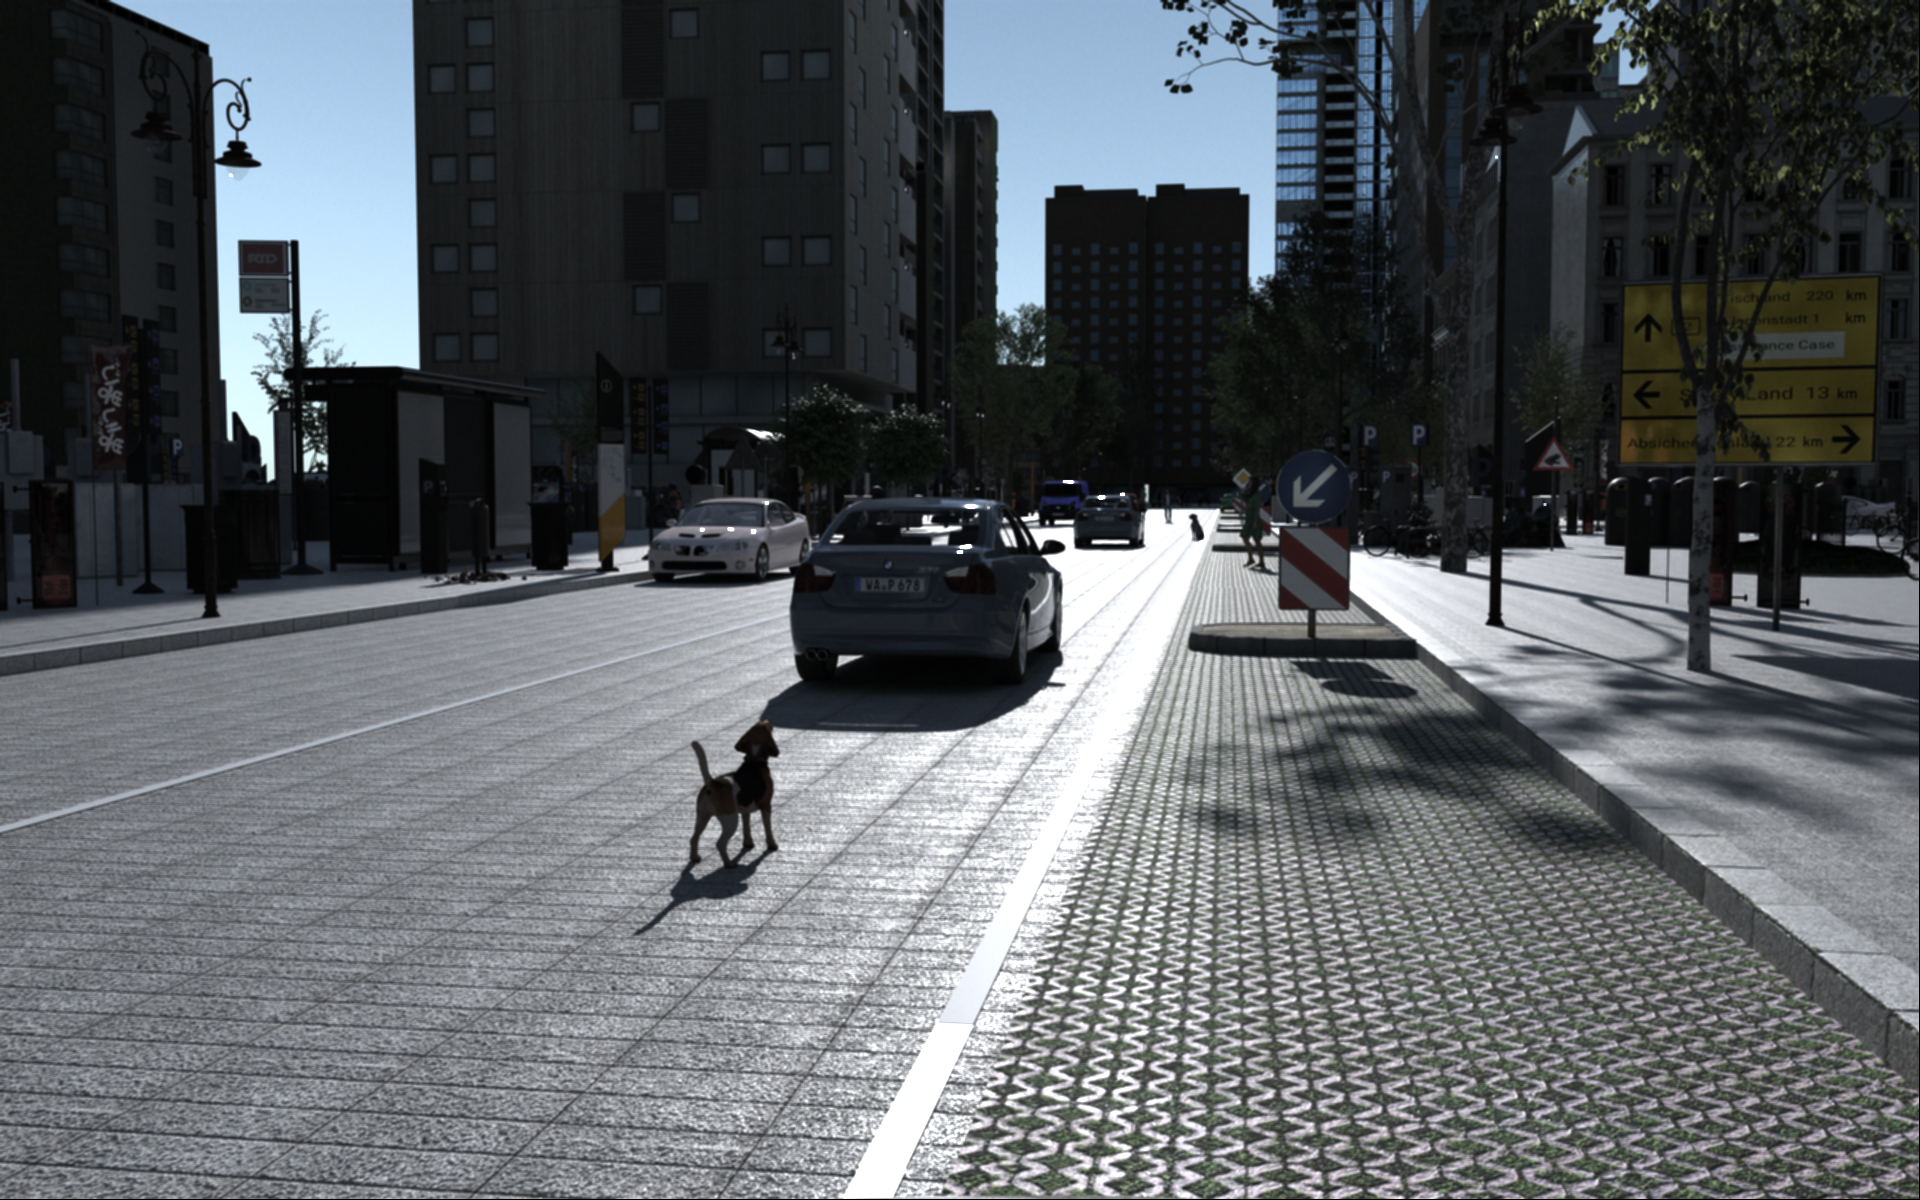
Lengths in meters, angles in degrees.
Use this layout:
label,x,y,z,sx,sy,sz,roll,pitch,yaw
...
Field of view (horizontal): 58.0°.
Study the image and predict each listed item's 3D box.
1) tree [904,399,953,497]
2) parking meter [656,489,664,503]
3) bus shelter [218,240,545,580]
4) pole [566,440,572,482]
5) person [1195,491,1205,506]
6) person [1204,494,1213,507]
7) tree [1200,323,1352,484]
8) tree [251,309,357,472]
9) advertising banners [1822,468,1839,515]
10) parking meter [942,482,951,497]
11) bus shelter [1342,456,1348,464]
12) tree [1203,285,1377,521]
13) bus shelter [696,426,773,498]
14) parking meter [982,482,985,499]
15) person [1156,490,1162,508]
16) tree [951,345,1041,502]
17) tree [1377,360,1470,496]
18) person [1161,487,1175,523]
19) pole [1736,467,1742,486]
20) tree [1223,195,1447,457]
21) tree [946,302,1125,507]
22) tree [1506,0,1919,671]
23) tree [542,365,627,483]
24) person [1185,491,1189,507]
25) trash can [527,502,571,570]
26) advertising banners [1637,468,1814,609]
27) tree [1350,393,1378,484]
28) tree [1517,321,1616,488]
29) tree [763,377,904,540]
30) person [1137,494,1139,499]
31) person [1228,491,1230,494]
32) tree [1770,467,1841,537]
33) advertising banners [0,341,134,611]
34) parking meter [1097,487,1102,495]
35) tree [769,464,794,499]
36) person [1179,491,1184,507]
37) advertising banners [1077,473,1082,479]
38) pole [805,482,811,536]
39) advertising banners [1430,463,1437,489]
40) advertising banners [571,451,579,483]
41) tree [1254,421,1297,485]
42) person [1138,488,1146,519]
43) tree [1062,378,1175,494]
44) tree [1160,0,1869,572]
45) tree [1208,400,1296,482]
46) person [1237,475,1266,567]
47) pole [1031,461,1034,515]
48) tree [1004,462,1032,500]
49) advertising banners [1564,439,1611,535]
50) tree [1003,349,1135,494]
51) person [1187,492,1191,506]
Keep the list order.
label,x,y,z,sx,sy,sz,roll,pitch,yaw
tree,-1.892,-4.670,60.063,4.285,4.588,4.351,0,3,0
parking meter,-14.022,-4.435,80.929,0.372,1.533,0.369,0,3,0
bus shelter,-9.918,-3.203,29.998,2.179,5.291,8.768,1,4,9
pole,-14.680,-4.357,65.073,0.158,3.312,0.155,0,3,0
person,27.698,-11.702,199.805,1.348,1.826,0.705,3,5,41
person,27.757,-11.111,193.429,1.065,1.426,0.557,0,4,-4
tree,20.931,-12.656,113.573,9.857,13.997,8.962,0,3,0
tree,-25.637,-7.203,68.131,4.737,8.622,4.395,0,3,0
advertising banners,23.457,-3.180,48.185,2.074,3.025,0.090,1,4,12
parking meter,-0.638,-4.610,81.082,0.399,1.863,0.255,-1,4,-16
bus shelter,22.122,-6.857,103.388,1.731,3.624,6.357,1,4,9
tree,17.889,-10.140,91.547,9.928,11.665,9.643,0,3,0
bus shelter,-6.489,-3.712,54.612,2.014,3.302,5.546,1,4,9
parking meter,1.107,-4.570,80.425,0.255,1.863,0.399,1,4,14
person,20.701,-10.487,179.992,0.705,1.821,1.348,-1,4,-16
tree,1.810,-8.219,84.735,4.737,8.622,4.395,0,3,0
tree,24.923,-8.733,93.150,4.737,8.622,4.395,0,3,0
person,10.330,-4.729,86.173,0.623,1.781,0.721,-1,4,-14
pole,34.374,-5.052,76.449,0.158,3.312,0.155,0,3,0
tree,11.749,-7.343,54.473,7.601,10.594,8.767,1,4,19
tree,2.822,-10.229,93.006,9.928,11.665,9.643,0,3,0
tree,5.619,-3.790,12.326,4.360,8.622,3.978,0,3,0
tree,-20.723,-8.915,96.126,4.737,8.622,4.395,0,3,0
person,25.565,-11.379,195.269,0.721,1.735,1.217,2,4,27
trash can,-6.955,-1.082,29.350,0.748,1.137,0.748,0,3,0
advertising banners,8.685,-1.450,19.903,2.074,3.025,0.090,3,5,43
tree,29.748,-10.440,121.052,4.737,8.622,4.395,0,3,0
tree,25.221,-7.493,72.865,4.737,8.622,4.395,0,3,0
tree,-3.841,-3.974,48.689,4.285,4.588,4.351,0,3,0
person,15.614,-8.573,151.920,0.557,1.426,1.065,-1,4,-9
person,30.674,-11.560,197.520,1.348,1.823,0.705,2,4,28
tree,22.189,-3.124,45.677,1.663,3.219,1.824,0,3,0
advertising banners,-10.214,-1.420,19.400,0.090,3.025,2.074,2,4,35
parking meter,11.545,-8.397,143.002,0.399,1.863,0.255,1,4,9
tree,-9.794,-6.515,101.128,1.663,3.219,1.824,0,3,0
person,24.344,-11.077,190.437,0.721,1.723,1.217,-1,4,-17
advertising banners,9.403,-9.095,144.893,0.090,3.025,2.074,-3,5,-43
pole,-4.626,-3.598,52.678,0.158,3.312,0.155,0,3,0
advertising banners,27.039,-6.151,96.762,0.090,3.025,2.074,-2,4,-32
advertising banners,-14.888,-4.484,69.504,2.074,3.025,0.090,2,4,27
tree,23.274,-10.940,129.230,4.737,8.622,4.395,0,3,0
person,10.401,-5.522,98.969,0.473,1.802,0.592,3,5,42
tree,15.839,-16.495,180.060,12.009,13.543,11.850,0,3,0
tree,8.332,-10.621,29.535,12.611,20.169,13.585,0,3,0
tree,29.188,-15.315,167.412,9.611,12.733,9.660,0,3,0
person,5.725,-1.526,33.692,0.529,1.795,0.600,-1,4,-15
pole,4.536,-6.994,108.199,0.158,3.312,0.155,0,3,0
tree,3.435,-6.547,101.637,1.663,3.219,1.824,0,3,0
advertising banners,19.759,-3.565,54.479,2.074,3.025,0.090,-2,4,-31
tree,6.434,-10.898,112.596,8.767,10.594,7.601,2,4,24
person,26.721,-11.804,202.418,0.530,1.710,0.541,-1,4,-14
